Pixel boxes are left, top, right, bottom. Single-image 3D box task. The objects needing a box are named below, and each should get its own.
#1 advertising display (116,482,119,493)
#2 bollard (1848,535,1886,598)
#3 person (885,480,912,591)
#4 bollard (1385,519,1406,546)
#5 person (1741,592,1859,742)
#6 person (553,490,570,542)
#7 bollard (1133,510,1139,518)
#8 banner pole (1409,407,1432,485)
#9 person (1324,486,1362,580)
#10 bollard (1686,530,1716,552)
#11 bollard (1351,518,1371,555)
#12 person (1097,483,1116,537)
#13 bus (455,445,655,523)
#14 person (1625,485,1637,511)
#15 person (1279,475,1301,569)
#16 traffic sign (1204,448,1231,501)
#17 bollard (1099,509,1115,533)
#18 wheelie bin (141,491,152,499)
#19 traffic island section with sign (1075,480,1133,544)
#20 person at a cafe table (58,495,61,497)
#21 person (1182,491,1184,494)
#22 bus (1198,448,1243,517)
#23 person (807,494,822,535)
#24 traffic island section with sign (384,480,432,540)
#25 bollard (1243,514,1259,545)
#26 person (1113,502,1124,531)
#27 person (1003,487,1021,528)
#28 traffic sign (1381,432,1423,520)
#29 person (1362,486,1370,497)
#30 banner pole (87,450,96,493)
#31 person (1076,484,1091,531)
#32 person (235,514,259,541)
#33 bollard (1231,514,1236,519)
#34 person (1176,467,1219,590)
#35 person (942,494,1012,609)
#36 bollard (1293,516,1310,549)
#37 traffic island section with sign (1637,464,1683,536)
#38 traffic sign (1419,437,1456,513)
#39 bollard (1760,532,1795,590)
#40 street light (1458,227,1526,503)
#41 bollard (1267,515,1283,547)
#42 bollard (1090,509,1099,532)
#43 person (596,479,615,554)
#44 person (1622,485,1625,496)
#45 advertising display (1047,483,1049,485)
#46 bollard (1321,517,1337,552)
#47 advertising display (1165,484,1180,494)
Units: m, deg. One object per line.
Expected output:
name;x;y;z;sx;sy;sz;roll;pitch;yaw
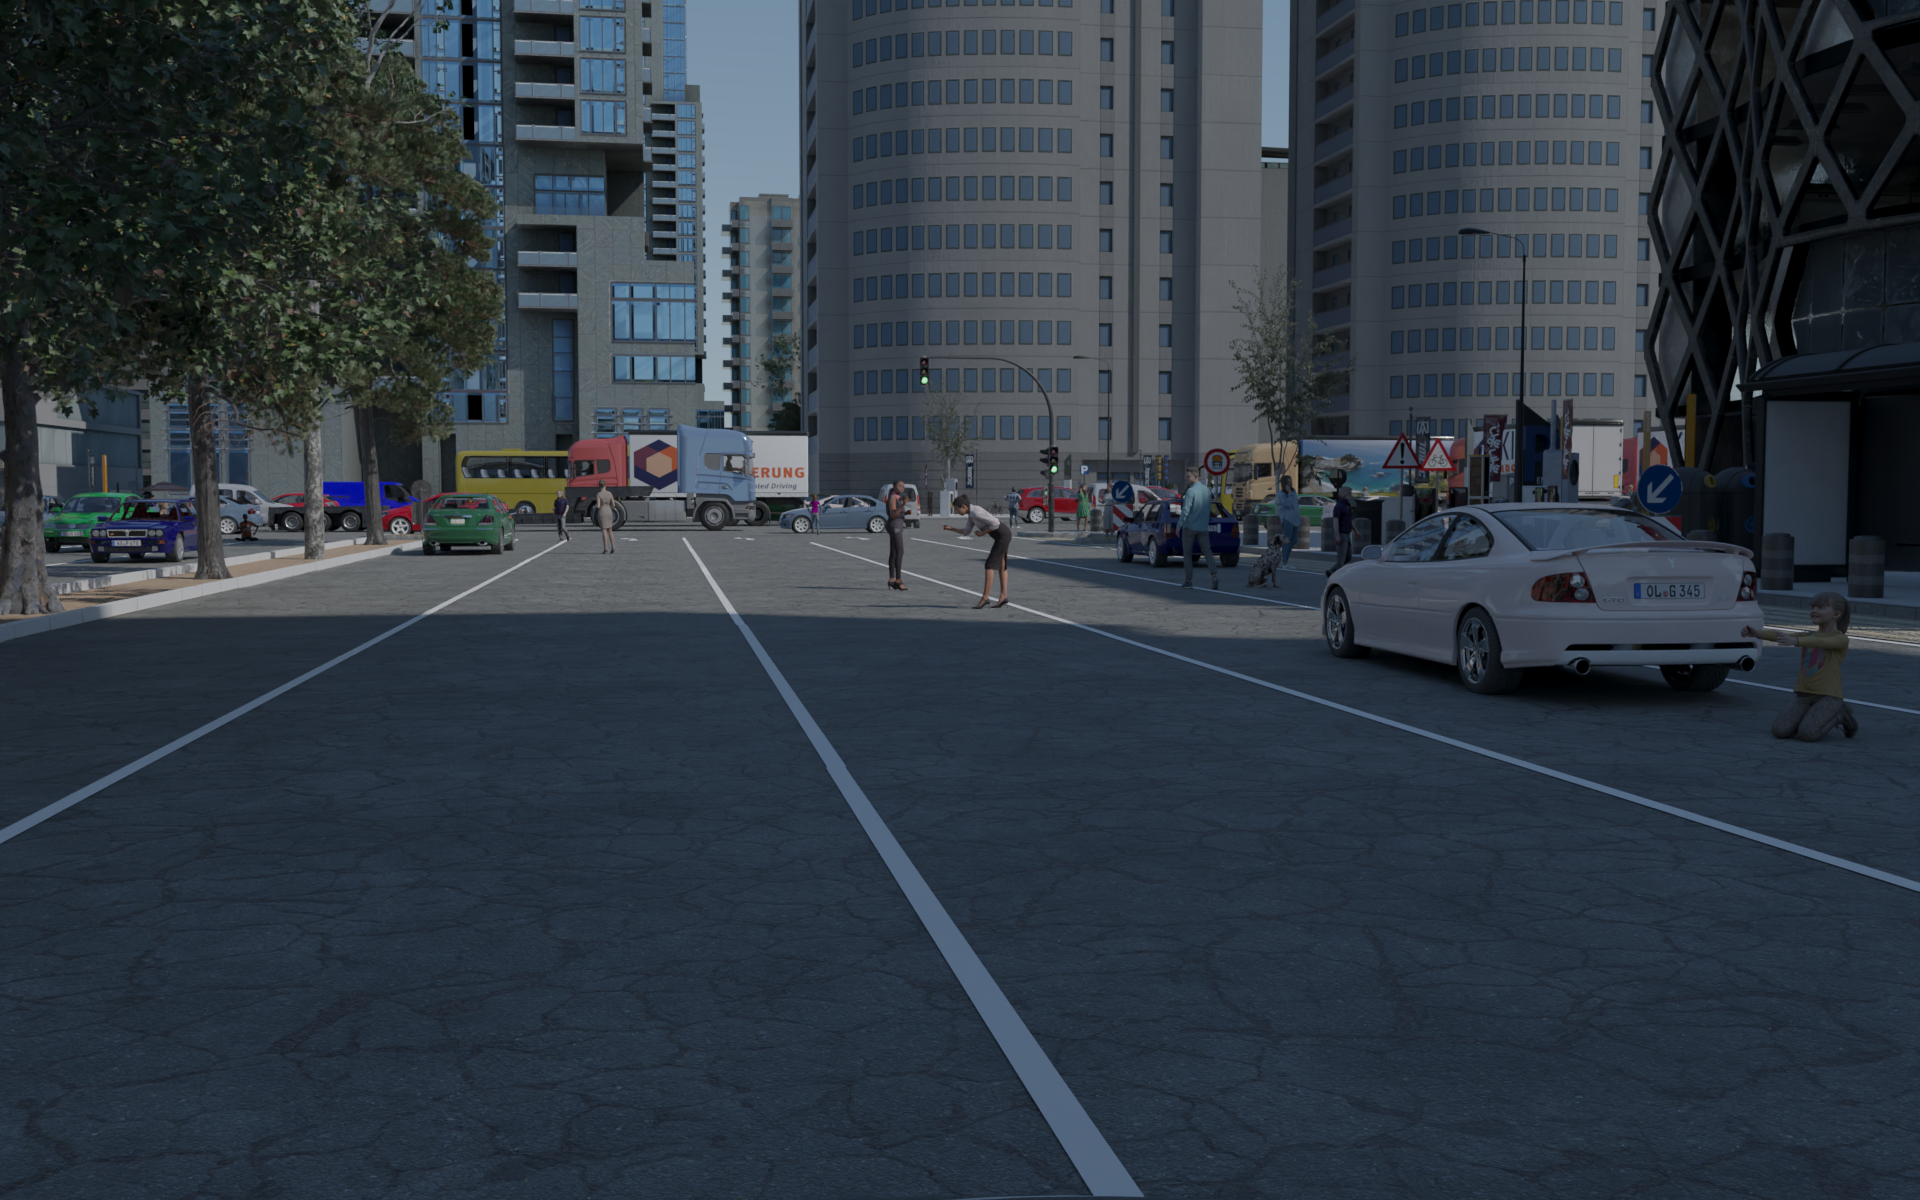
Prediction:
advertising display;-44.794;-5.317;92.153;0.123;1.923;0.974;-2;4;-25
bollard;11.254;-0.415;21.497;0.404;0.777;0.398;0;3;0
person;-0.892;-0.975;25.907;0.415;1.643;0.593;-3;5;-41
bollard;8.845;-1.252;35.181;0.404;0.777;0.398;0;3;0
person;4.937;0.385;10.131;0.695;0.859;0.347;-2;4;-24
person;-11.927;-2.532;52.110;0.471;1.553;0.569;-3;4;-36
bollard;5.541;-2.398;53.924;0.404;0.777;0.398;0;3;0
banner pole;13.057;-3.635;49.454;0.401;3.779;0.863;-3;5;-45
person;5.993;-1.008;27.185;0.569;1.553;0.471;-2;4;-27
bollard;10.653;-0.623;24.907;0.404;0.777;0.398;0;3;0
bollard;8.544;-1.356;36.889;0.404;0.777;0.398;0;3;0
person;4.500;-2.680;52.885;0.480;1.755;0.524;2;4;35
bus;-18.980;-5.859;87.343;12.252;3.916;2.896;-1;4;-11
person;26.729;-3.694;69.080;0.590;1.801;0.661;-3;5;-42
person;6.256;-1.483;33.018;0.793;1.790;0.793;0;4;4
traffic sign;7.131;-2.937;48.131;0.768;2.556;0.104;0;4;-4
bollard;4.941;-2.607;57.341;0.404;0.777;0.398;0;3;0
wheelie bin;-51.232;-6.202;109.307;0.693;1.594;0.980;0;4;-5
traffic island section with sign;4.415;-2.553;50.376;1.989;1.847;2.006;-1;4;-10
person at a cafe table;-52.245;-5.480;100.467;1.698;1.238;1.726;-2;4;-27
person;10.289;-4.208;79.364;0.319;1.574;0.516;0;4;-1
bus;18.832;-6.108;91.414;12.252;3.916;2.896;-1;4;-10
person;-5.057;-2.956;60.061;0.726;1.435;0.776;-1;4;-13
traffic island section with sign;-17.101;-2.851;54.746;2.006;1.907;1.989;-1;4;-10
bollard;7.343;-1.773;43.706;0.404;0.777;0.398;0;3;0
person;5.948;-3.396;64.554;0.750;1.759;0.617;-2;4;-30
person;2.249;-3.885;72.737;0.841;1.734;0.376;2;4;33
traffic sign;9.314;-2.236;36.559;0.884;2.594;0.081;0;4;-4
person;18.239;-4.245;78.304;0.834;1.777;0.661;2;4;35
banner pole;-48.766;-6.559;97.250;0.863;3.779;0.401;2;4;34
person;4.571;-3.411;64.515;0.600;1.795;0.529;-3;4;-38
person;-21.720;-2.203;52.808;0.859;0.850;0.655;-2;4;-25
bollard;7.042;-1.877;45.412;0.404;0.777;0.398;0;3;0
person;3.562;-1.080;26.029;0.638;1.841;0.748;-2;4;-25
person;0.256;-0.608;21.631;0.628;1.438;0.799;3;5;45
bollard;7.941;-1.565;40.303;0.404;0.777;0.398;0;3;0
traffic island section with sign;9.087;-0.930;23.827;1.989;1.847;2.006;-1;4;-10
traffic sign;10.950;-2.433;39.776;0.884;2.594;0.081;0;4;-6
bollard;10.955;-0.519;23.207;0.404;0.777;0.398;0;3;0
street light;9.364;-3.541;30.437;1.470;5.913;1.316;-1;4;-10
bollard;7.644;-1.669;42.004;0.404;0.777;0.398;0;3;0
bollard;4.640;-2.711;59.042;0.404;0.777;0.398;0;3;0
person;-8.494;-1.992;41.417;0.374;1.781;0.599;3;5;42
person;27.902;-3.951;73.196;0.778;1.811;0.616;2;4;23
advertising display;5.421;-6.035;103.884;0.123;1.923;0.974;-1;4;-12
bollard;8.244;-1.460;38.591;0.404;0.777;0.398;0;3;0
advertising display;13.539;-6.436;110.445;0.974;1.923;0.123;3;4;37
